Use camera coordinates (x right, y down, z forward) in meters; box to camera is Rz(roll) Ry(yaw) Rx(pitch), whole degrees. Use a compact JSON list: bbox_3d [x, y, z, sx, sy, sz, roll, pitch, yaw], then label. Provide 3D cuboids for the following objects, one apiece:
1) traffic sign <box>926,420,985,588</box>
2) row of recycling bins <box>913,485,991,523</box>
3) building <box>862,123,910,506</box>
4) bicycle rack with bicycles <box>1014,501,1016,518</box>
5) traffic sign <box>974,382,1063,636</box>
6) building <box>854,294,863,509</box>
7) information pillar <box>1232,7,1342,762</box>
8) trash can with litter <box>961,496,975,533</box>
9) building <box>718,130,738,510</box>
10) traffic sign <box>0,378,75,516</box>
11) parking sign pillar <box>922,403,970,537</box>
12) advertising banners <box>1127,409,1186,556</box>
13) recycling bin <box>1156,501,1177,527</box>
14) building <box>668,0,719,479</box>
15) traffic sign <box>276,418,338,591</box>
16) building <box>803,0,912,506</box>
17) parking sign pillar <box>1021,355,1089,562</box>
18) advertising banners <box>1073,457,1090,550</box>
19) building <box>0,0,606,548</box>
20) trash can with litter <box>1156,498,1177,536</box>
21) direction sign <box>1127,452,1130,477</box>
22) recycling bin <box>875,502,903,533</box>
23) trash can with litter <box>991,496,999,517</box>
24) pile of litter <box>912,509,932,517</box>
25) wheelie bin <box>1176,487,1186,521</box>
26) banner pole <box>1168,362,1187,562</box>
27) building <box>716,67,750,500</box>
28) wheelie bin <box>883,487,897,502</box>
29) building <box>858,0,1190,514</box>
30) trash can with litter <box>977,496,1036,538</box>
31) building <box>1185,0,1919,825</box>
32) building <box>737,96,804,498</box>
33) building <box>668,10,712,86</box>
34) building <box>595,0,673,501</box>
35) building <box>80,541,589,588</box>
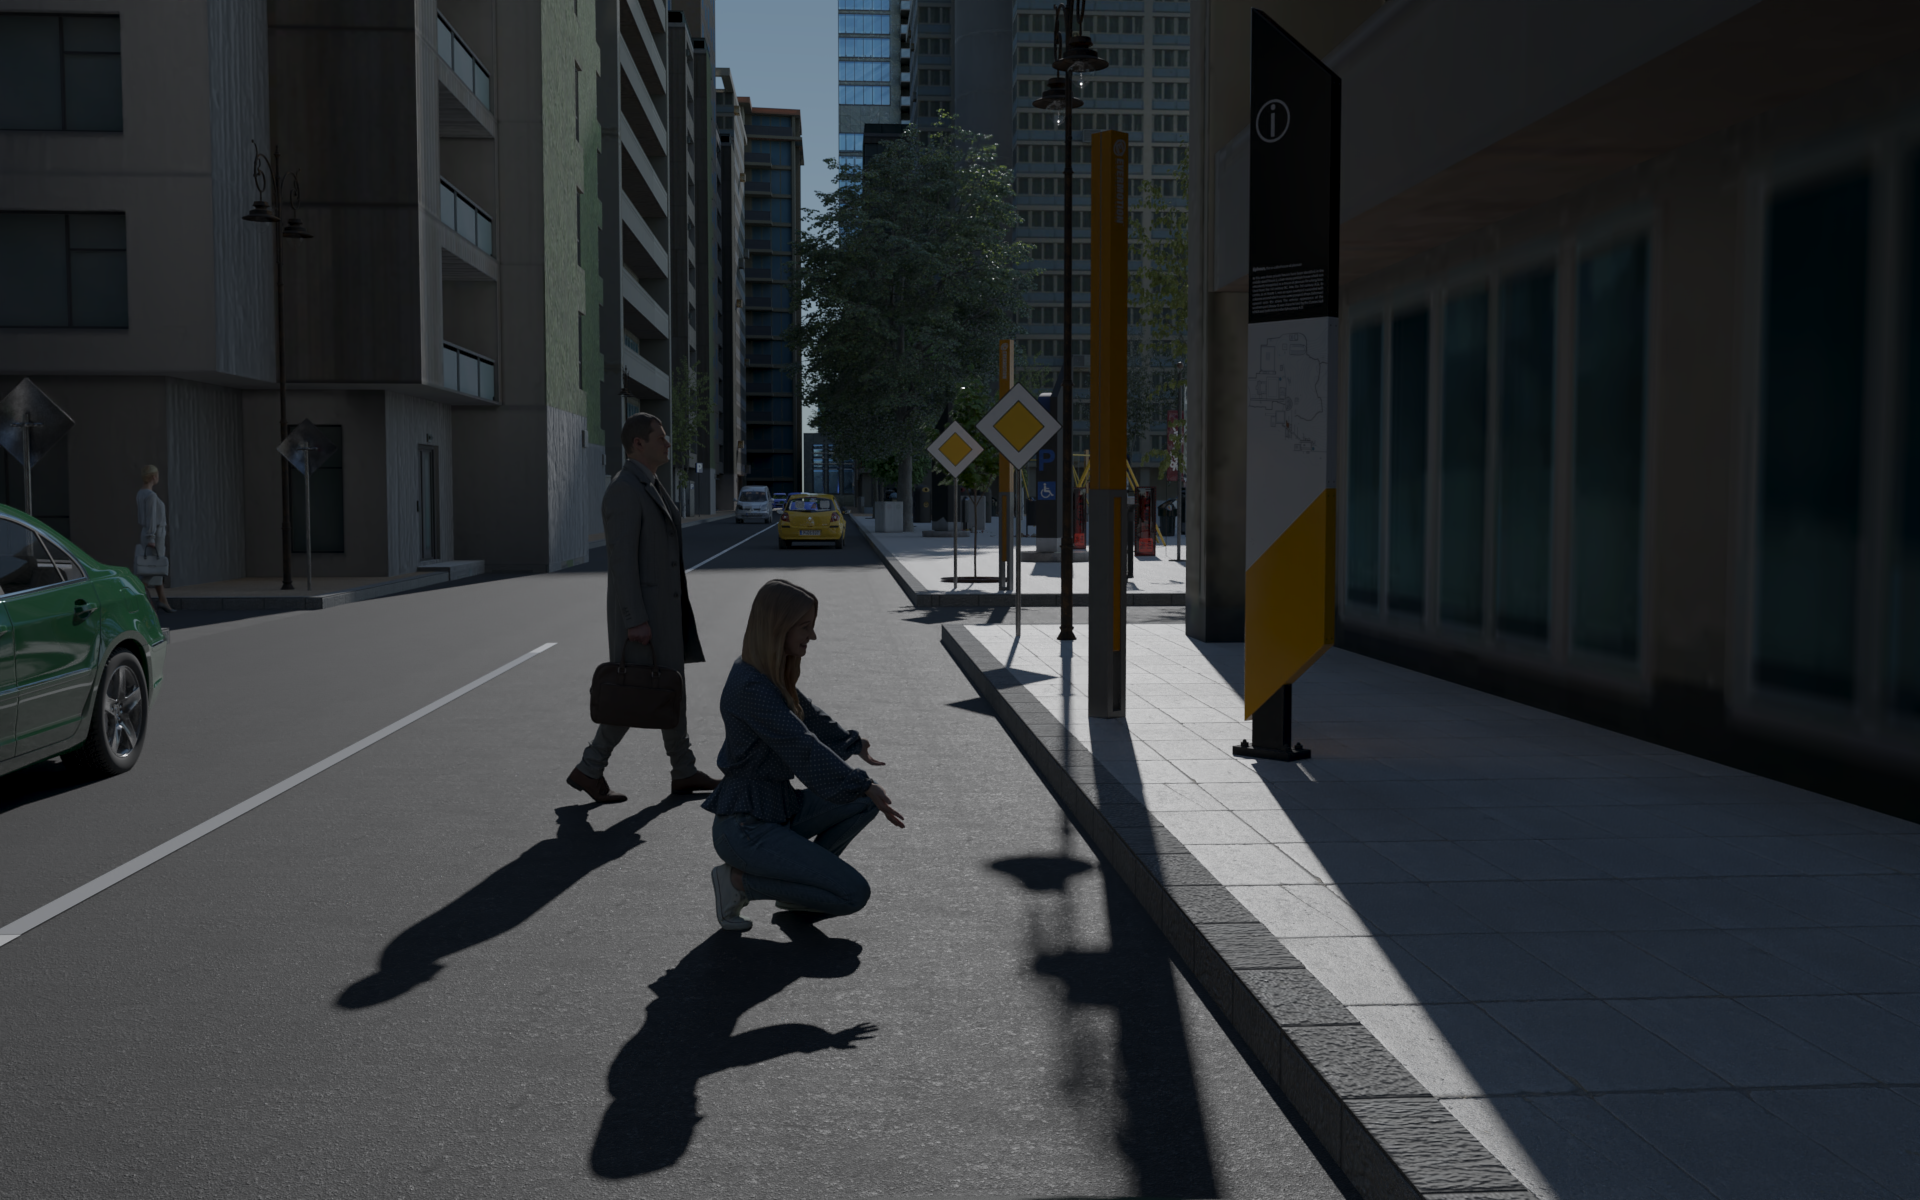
[{"bbox_3d":[-0.065,-1.218,23.553,0.795,2.450,0.064,0,4,-4],"label":"traffic sign"},{"bbox_3d":[-0.355,-4.288,77.214,3.534,1.692,1.069,0,4,2],"label":"row of recycling bins"},{"bbox_3d":[-0.783,-22.443,138.636,14.160,30.474,14.107,0,4,-4],"label":"building"},{"bbox_3d":[3.381,-4.834,92.415,2.852,0.926,2.925,2,4,30],"label":"bicycle rack with bicycles"},{"bbox_3d":[0.523,-0.731,15.589,0.795,2.450,0.064,0,4,-4],"label":"traffic sign"},{"bbox_3d":[4.135,-19.312,160.793,27.650,21.520,28.899,0,4,-4],"label":"building"},{"bbox_3d":[1.578,-1.036,8.297,0.183,3.616,0.504,-3,5,-42],"label":"information pillar"},{"bbox_3d":[0.331,-2.852,57.690,1.678,1.210,2.233,1,4,8],"label":"trash can with litter"},{"bbox_3d":[-24.578,-22.063,132.434,14.160,30.474,14.107,0,4,-4],"label":"building"},{"bbox_3d":[-8.050,-0.693,14.979,0.795,2.450,0.064,0,4,-4],"label":"traffic sign"},{"bbox_3d":[-0.414,-3.870,51.749,1.447,3.967,1.447,-1,4,-23],"label":"parking sign pillar"},{"bbox_3d":[3.795,-2.416,35.684,2.074,3.025,0.090,-1,4,-20],"label":"advertising banners"},{"bbox_3d":[7.868,-3.303,66.558,0.722,1.027,0.722,2,4,30],"label":"recycling bin"},{"bbox_3d":[-23.961,-28.603,117.776,14.600,45.320,14.200,0,4,-4],"label":"building"},{"bbox_3d":[-8.638,-1.180,22.942,0.795,2.450,0.064,0,4,-4],"label":"traffic sign"},{"bbox_3d":[-1.822,-53.783,192.015,31.000,86.520,22.319,0,4,-4],"label":"building"},{"bbox_3d":[1.810,-2.727,33.064,1.447,3.967,1.447,1,4,17],"label":"parking sign pillar"},{"bbox_3d":[2.723,-2.683,40.055,2.074,3.025,0.090,-3,5,-40],"label":"advertising banners"},{"bbox_3d":[-18.442,-22.402,49.870,14.154,41.232,14.086,0,4,-4],"label":"building"},{"bbox_3d":[6.052,-2.511,52.435,1.055,1.170,0.624,3,4,36],"label":"trash can with litter"},{"bbox_3d":[9.022,-6.232,93.892,0.379,3.537,0.876,-1,4,-19],"label":"direction sign"},{"bbox_3d":[-2.376,-2.770,57.840,0.722,1.027,0.722,-2,4,-30],"label":"recycling bin"},{"bbox_3d":[1.916,-5.281,97.738,0.624,1.170,1.055,3,4,38],"label":"trash can with litter"},{"bbox_3d":[-1.845,-5.166,98.429,1.719,0.858,1.176,3,4,36],"label":"pile of litter"},{"bbox_3d":[10.172,-4.271,77.734,0.980,1.594,0.693,1,4,9],"label":"wheelie bin"},{"bbox_3d":[4.303,-2.636,33.118,0.401,3.779,0.863,2,4,34],"label":"banner pole"},{"bbox_3d":[-31.261,-28.364,155.632,23.993,40.220,32.217,0,4,-4],"label":"building"},{"bbox_3d":[-3.153,-4.451,80.678,0.980,1.594,0.693,3,5,43],"label":"wheelie bin"},{"bbox_3d":[9.119,-26.185,120.001,32.217,40.220,23.993,0,4,-4],"label":"building"},{"bbox_3d":[1.947,-2.487,51.723,2.233,1.210,1.678,3,4,38],"label":"trash can with litter"},{"bbox_3d":[13.444,-23.298,4.625,21.300,48.544,21.600,0,4,-4],"label":"building"},{"bbox_3d":[-31.626,-32.771,190.431,28.867,44.769,22.147,0,4,-4],"label":"building"},{"bbox_3d":[-22.357,-20.335,104.182,14.160,30.474,14.107,0,4,-4],"label":"building"},{"bbox_3d":[-24.405,-27.607,75.073,21.300,48.544,21.600,0,4,-4],"label":"building"},{"bbox_3d":[-14.354,-21.069,28.067,14.154,41.232,14.086,0,4,-4],"label":"building"}]
